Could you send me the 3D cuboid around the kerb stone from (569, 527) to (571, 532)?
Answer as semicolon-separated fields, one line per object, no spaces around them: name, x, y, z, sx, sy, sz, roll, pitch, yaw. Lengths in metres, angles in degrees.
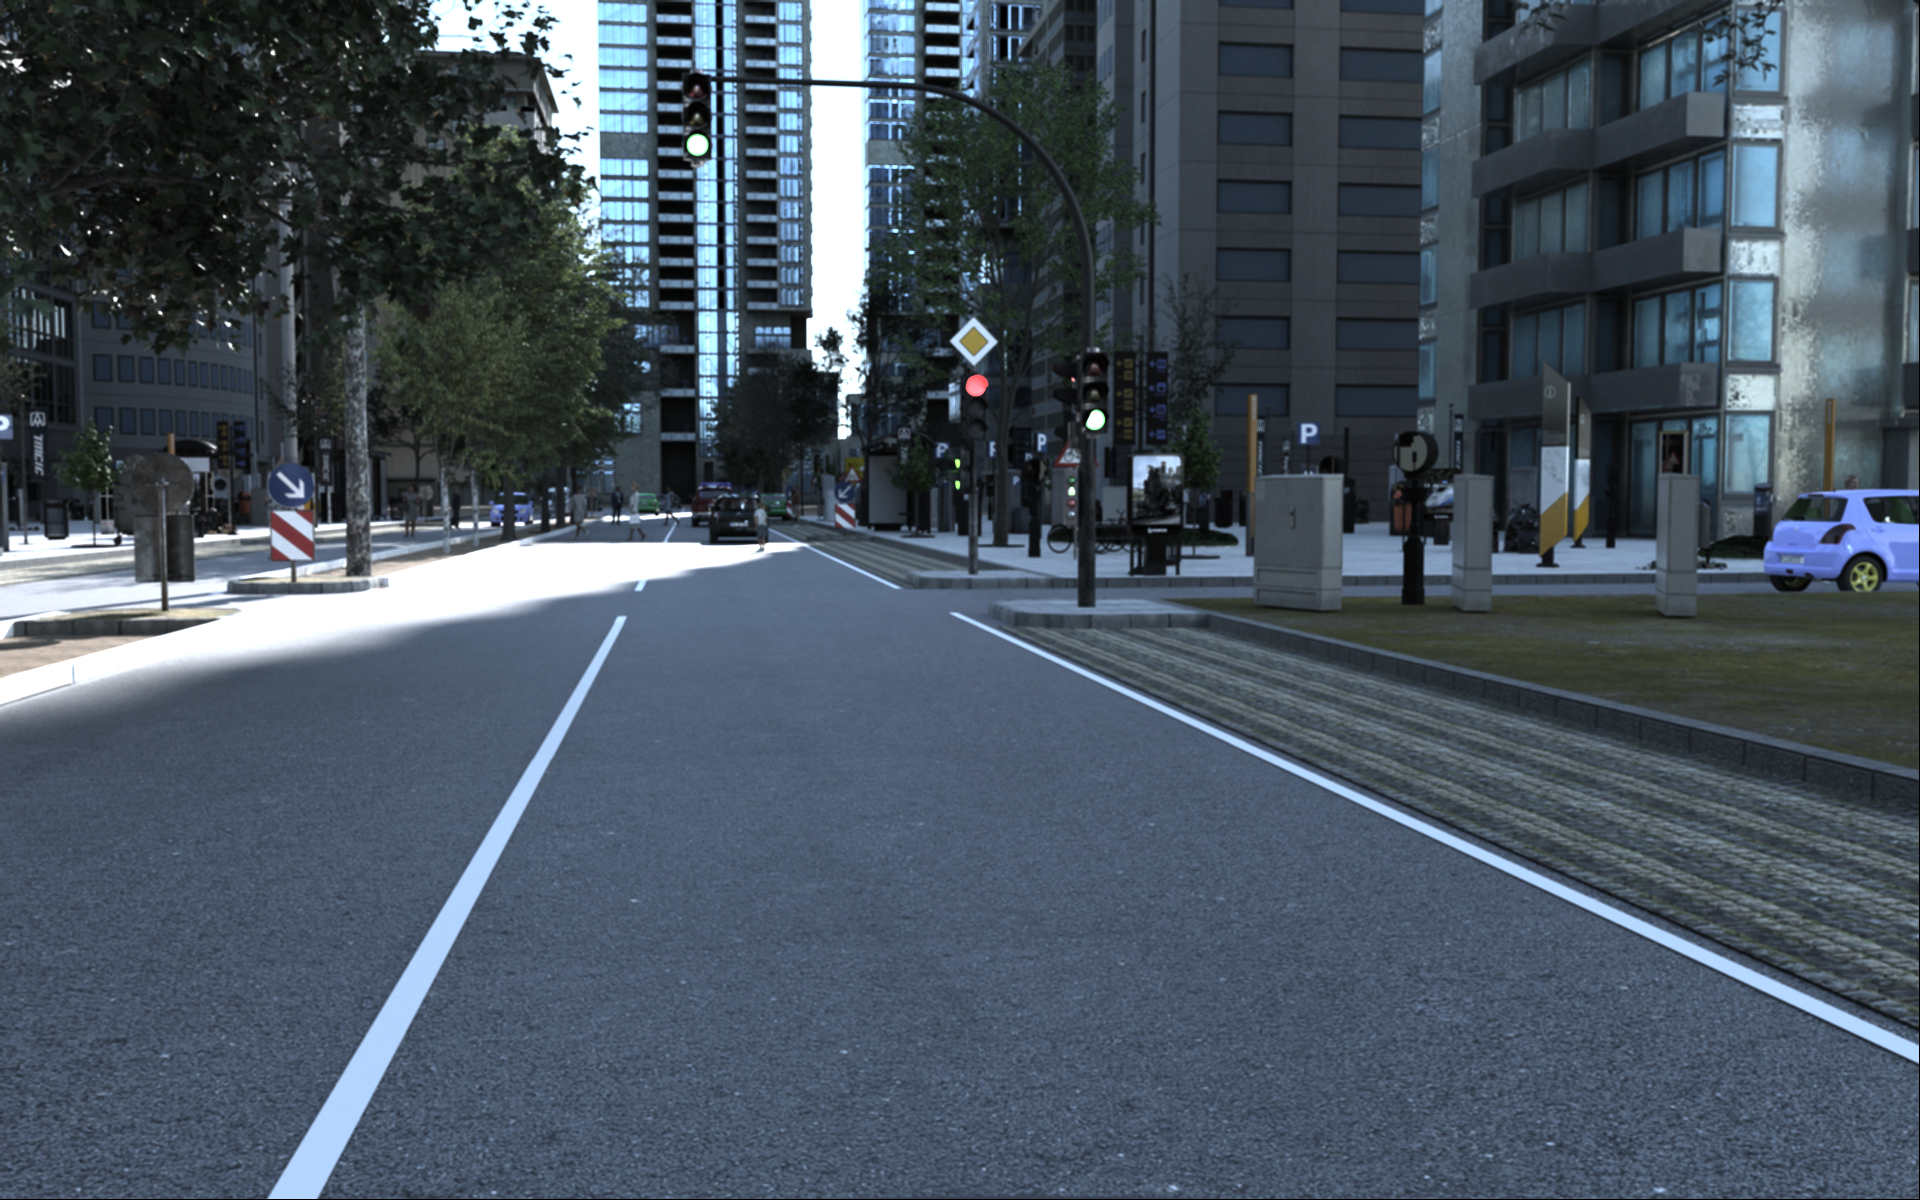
kerb stone;-14.763;-2.606;64.796;0.120;0.150;1.000;-1;4;-9

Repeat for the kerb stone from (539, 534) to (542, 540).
kerb stone;-12.882;-1.856;52.612;0.120;0.150;1.000;-1;4;-9

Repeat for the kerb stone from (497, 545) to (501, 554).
kerb stone;-11.160;-1.179;41.476;0.120;0.150;1.000;-1;4;-9

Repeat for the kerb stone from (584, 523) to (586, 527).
kerb stone;-16.175;-3.164;73.935;0.120;0.150;1.000;-1;4;-9

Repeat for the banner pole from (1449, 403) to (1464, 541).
banner pole;13.620;-3.526;47.667;0.863;3.779;0.401;-3;5;-42

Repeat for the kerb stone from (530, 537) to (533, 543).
kerb stone;-12.413;-1.675;49.577;0.120;0.150;1.000;-1;4;-9

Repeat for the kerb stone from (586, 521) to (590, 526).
kerb stone;-16.648;-3.350;76.970;0.120;0.150;1.000;-1;4;-9

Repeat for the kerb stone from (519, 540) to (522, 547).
kerb stone;-11.942;-1.489;46.536;0.120;0.150;1.000;-1;4;-9

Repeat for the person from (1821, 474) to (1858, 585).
person;13.896;-1.113;27.365;0.598;1.740;0.731;2;4;23

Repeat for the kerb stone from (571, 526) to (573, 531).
kerb stone;-14.915;-2.668;65.811;0.120;0.150;1.000;-1;4;-9

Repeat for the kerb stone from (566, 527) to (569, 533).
kerb stone;-14.602;-2.544;63.786;0.120;0.150;1.000;-1;4;-9

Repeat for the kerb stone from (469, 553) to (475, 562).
kerb stone;-10.378;-0.861;36.419;0.120;0.150;1.000;-1;4;-9

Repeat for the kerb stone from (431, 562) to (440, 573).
kerb stone;-9.600;-0.560;31.356;0.120;0.150;1.000;-1;4;-9

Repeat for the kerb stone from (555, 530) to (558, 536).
kerb stone;-13.823;-2.231;58.707;0.120;0.150;1.000;-1;4;-9

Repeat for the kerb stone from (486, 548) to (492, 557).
kerb stone;-10.846;-1.055;39.449;0.120;0.150;1.000;-1;4;-9

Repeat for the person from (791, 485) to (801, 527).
person;-7.058;-4.037;74.485;0.573;1.828;0.580;-3;5;-41

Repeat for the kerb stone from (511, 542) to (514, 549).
kerb stone;-11.632;-1.363;44.513;0.120;0.150;1.000;-1;4;-9

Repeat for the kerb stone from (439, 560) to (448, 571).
kerb stone;-9.756;-0.622;32.370;0.120;0.150;1.000;-1;4;-9

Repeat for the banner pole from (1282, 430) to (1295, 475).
banner pole;12.887;-4.765;67.929;0.401;3.779;0.863;-2;4;-30

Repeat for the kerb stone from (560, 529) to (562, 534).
kerb stone;-14.137;-2.357;60.740;0.120;0.150;1.000;-1;4;-9

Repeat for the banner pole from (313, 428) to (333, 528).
banner pole;-24.159;-4.621;65.574;0.863;3.779;0.401;-1;4;-11

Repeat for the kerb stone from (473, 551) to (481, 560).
kerb stone;-10.536;-0.932;37.428;0.120;0.150;1.000;-1;4;-9

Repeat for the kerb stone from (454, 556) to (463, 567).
kerb stone;-10.058;-0.746;34.398;0.120;0.150;1.000;-1;4;-9

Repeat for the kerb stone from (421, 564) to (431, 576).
kerb stone;-9.440;-0.498;30.334;0.120;0.150;1.000;-1;4;-9

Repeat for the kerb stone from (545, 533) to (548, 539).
kerb stone;-13.193;-1.983;54.639;0.120;0.150;1.000;-1;4;-9

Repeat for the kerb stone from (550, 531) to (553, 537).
kerb stone;-13.518;-2.106;56.677;0.120;0.150;1.000;-1;4;-9

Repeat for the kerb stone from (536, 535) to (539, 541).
kerb stone;-12.718;-1.798;51.599;0.120;0.150;1.000;-1;4;-9

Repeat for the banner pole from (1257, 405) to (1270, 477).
banner pole;8.509;-3.585;48.627;0.401;3.779;0.863;3;5;42

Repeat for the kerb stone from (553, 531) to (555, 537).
kerb stone;-13.668;-2.171;57.693;0.120;0.150;1.000;-1;4;-9

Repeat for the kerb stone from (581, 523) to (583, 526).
kerb stone;-15.861;-3.041;71.912;0.120;0.150;1.000;-1;4;-9

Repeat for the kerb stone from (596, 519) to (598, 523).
kerb stone;-17.581;-3.723;83.065;0.120;0.150;1.000;-1;4;-9

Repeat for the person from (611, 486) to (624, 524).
person;-16.255;-4.486;82.025;0.721;1.800;0.419;-2;4;-35

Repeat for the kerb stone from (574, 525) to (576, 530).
kerb stone;-15.234;-2.791;67.845;0.120;0.150;1.000;-1;4;-9

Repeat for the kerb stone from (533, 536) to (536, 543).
kerb stone;-12.575;-1.736;50.587;0.120;0.150;1.000;-1;4;-9

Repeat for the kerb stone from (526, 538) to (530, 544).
kerb stone;-12.252;-1.612;48.568;0.120;0.150;1.000;-1;4;-9

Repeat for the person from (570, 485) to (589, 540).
person;-11.920;-2.761;54.385;0.760;1.731;0.466;2;4;26

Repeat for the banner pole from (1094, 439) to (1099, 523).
banner pole;5.806;-5.321;77.015;0.863;3.779;0.401;-1;4;-21

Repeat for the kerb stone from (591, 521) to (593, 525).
kerb stone;-16.961;-3.472;79.004;0.120;0.150;1.000;-1;4;-9

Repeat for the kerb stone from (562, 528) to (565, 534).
kerb stone;-14.288;-2.413;61.751;0.120;0.150;1.000;-1;4;-9

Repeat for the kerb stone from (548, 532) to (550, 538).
kerb stone;-13.353;-2.047;55.657;0.120;0.150;1.000;-1;4;-9

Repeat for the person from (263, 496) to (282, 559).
person;-15.105;-1.800;38.103;0.511;1.800;0.466;3;5;41

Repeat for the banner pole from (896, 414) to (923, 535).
banner pole;-1.596;-3.952;54.631;0.863;3.779;0.401;1;4;9

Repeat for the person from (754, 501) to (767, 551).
person;-5.000;-1.848;43.395;0.332;1.250;0.352;0;4;7

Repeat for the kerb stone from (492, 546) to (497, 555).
kerb stone;-11.002;-1.117;40.460;0.120;0.150;1.000;-1;4;-9

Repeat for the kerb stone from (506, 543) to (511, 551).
kerb stone;-11.467;-1.302;43.504;0.120;0.150;1.000;-1;4;-9

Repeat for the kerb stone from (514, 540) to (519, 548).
kerb stone;-11.783;-1.427;45.524;0.120;0.150;1.000;-1;4;-9

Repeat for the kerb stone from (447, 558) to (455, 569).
kerb stone;-9.907;-0.684;33.384;0.120;0.150;1.000;-1;4;-9

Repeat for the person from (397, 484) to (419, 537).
person;-18.452;-3.000;57.910;0.716;1.782;0.532;-1;4;-12

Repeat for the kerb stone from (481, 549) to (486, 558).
kerb stone;-10.691;-0.993;38.439;0.120;0.150;1.000;-1;4;-9

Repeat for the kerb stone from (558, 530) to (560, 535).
kerb stone;-13.983;-2.293;59.719;0.120;0.150;1.000;-1;4;-9

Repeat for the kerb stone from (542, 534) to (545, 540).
kerb stone;-13.038;-1.921;53.629;0.120;0.150;1.000;-1;4;-9

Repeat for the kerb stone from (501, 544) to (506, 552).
kerb stone;-11.318;-1.241;42.493;0.120;0.150;1.000;-1;4;-9

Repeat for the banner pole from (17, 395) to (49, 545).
banner pole;-23.453;-3.290;43.816;0.863;3.779;0.401;0;4;-3

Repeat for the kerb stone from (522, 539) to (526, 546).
kerb stone;-12.097;-1.551;47.548;0.120;0.150;1.000;-1;4;-9

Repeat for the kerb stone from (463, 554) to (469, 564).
kerb stone;-10.221;-0.808;35.408;0.120;0.150;1.000;-1;4;-9
